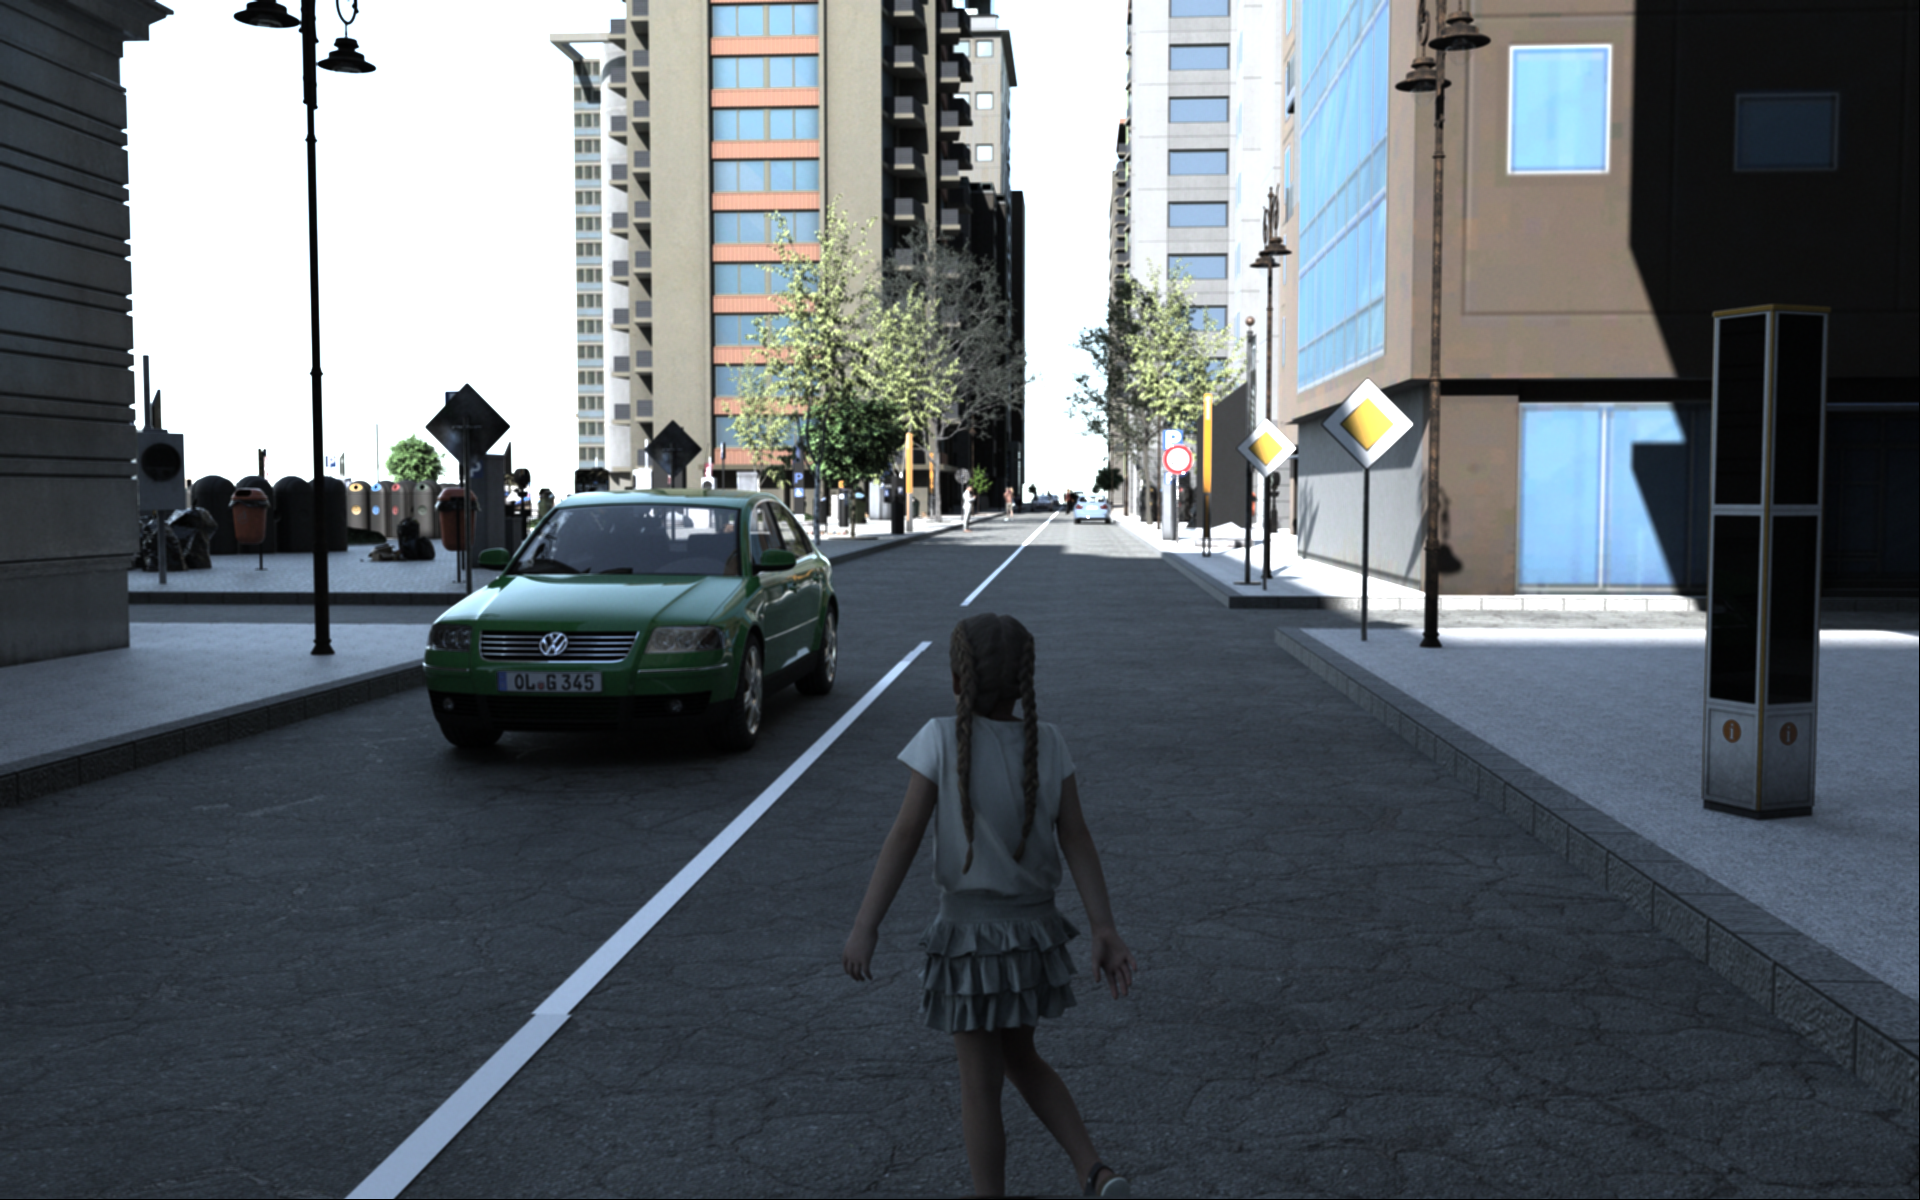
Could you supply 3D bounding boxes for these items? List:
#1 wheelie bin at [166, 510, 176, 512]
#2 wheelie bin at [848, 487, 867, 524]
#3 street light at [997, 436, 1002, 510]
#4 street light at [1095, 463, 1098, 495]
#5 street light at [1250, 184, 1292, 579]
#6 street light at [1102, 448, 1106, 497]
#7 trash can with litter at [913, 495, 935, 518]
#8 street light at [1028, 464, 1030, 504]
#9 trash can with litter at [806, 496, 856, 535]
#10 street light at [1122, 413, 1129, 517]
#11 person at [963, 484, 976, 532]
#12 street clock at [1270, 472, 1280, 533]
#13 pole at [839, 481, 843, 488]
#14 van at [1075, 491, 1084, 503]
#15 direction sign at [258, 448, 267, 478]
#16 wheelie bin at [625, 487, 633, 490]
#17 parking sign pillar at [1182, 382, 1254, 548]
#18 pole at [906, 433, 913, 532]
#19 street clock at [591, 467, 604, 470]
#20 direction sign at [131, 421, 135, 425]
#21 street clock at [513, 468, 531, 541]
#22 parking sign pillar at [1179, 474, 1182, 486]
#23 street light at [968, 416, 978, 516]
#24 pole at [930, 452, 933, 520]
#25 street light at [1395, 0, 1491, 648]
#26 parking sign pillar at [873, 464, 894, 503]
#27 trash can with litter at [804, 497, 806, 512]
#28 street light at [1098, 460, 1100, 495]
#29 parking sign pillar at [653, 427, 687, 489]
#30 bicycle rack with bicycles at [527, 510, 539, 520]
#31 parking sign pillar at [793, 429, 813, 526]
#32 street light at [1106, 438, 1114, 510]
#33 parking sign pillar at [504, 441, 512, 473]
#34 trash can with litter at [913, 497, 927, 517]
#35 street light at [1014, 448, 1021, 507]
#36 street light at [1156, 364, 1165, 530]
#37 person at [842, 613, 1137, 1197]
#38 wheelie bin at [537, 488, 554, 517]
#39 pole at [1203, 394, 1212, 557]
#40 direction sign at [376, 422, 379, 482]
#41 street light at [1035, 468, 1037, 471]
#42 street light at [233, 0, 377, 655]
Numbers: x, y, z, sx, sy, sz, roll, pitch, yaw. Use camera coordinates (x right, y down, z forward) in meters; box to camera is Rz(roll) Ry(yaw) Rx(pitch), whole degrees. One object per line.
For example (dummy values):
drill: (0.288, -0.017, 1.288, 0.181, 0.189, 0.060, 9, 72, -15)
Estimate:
wheelie bin: (-22.233, -2.487, 48.566, 0.693, 1.594, 0.980, 0, 4, -3)
wheelie bin: (-4.437, -4.088, 74.749, 0.693, 1.594, 0.980, -3, 5, -41)
street light: (3.138, -9.995, 136.208, 0.468, 5.910, 1.993, 0, 4, 4)
street light: (17.720, -15.208, 221.434, 0.468, 5.910, 1.993, 0, 4, 4)
street light: (4.672, -3.267, 26.201, 0.468, 5.910, 1.993, 0, 4, 4)
street light: (14.583, -12.294, 173.799, 0.468, 5.910, 1.993, 0, 4, 4)
trash can with litter: (-1.851, -4.922, 91.526, 2.233, 1.210, 1.678, -2, 4, -25)
street light: (8.732, -15.088, 219.476, 0.468, 5.910, 1.993, 0, 4, 4)
trash can with litter: (-4.054, -2.676, 54.803, 2.233, 1.210, 1.678, -3, 5, -43)
street light: (9.783, -7.924, 102.342, 0.468, 5.910, 1.993, 0, 4, 4)
person: (0.359, -3.473, 65.463, 0.466, 1.800, 0.511, 0, 4, 8)
street clock: (10.253, -3.178, 56.531, 0.358, 2.002, 0.471, -1, 4, -11)
pole: (-4.859, -4.712, 70.885, 0.158, 3.312, 0.155, 0, 3, 0)
van: (16.162, -13.962, 235.283, 2.013, 2.044, 4.112, 0, 4, 3)
direction sign: (-34.416, -5.720, 85.523, 0.379, 3.537, 0.876, 0, 4, 5)
wheelie bin: (-14.244, -4.133, 75.479, 0.980, 1.594, 0.693, -1, 4, -21)
parking sign pillar: (6.391, -3.264, 41.842, 1.447, 3.967, 1.447, 2, 4, 31)
pole: (-1.697, -3.933, 58.143, 0.158, 3.312, 0.155, 0, 3, 0)
street clock: (-9.826, -2.596, 47.017, 0.358, 2.002, 0.471, 1, 4, 17)
direction sign: (-24.034, -3.552, 50.068, 0.379, 3.537, 0.876, 0, 3, 0)
street clock: (-12.089, -2.648, 47.863, 0.358, 2.002, 0.471, 2, 4, 28)
parking sign pillar: (12.302, -6.656, 97.292, 1.447, 3.967, 1.447, -2, 4, -30)
street light: (0.752, -7.802, 100.349, 0.468, 5.910, 1.993, 0, 4, 4)
pole: (-1.389, -5.571, 84.932, 0.158, 3.312, 0.155, 0, 3, 0)
street light: (3.956, -2.544, 14.375, 0.468, 5.910, 1.993, 0, 4, 4)
parking sign pillar: (-3.846, -6.027, 87.014, 1.447, 3.967, 1.447, 3, 4, 36)
trash can with litter: (-8.759, -5.025, 93.548, 0.624, 1.170, 1.055, -3, 4, -37)
street light: (15.381, -13.034, 185.888, 0.468, 5.910, 1.993, 0, 4, 4)
parking sign pillar: (-11.731, -4.984, 69.954, 1.447, 3.967, 1.447, 1, 4, 14)
bicycle rack with bicycles: (-19.053, -3.602, 72.270, 2.852, 0.926, 2.925, 1, 4, 22)
parking sign pillar: (-6.476, -4.967, 69.683, 1.447, 3.967, 1.447, 0, 4, -5)
street light: (12.126, -10.098, 137.888, 0.468, 5.910, 1.993, 0, 4, 4)
parking sign pillar: (-22.981, -6.052, 87.414, 1.447, 3.967, 1.447, 0, 4, 1)
trash can with litter: (-2.267, -5.160, 95.754, 1.055, 1.170, 0.624, 0, 4, 0)
street light: (5.521, -12.169, 171.751, 0.468, 5.910, 1.993, 0, 4, 4)
street light: (7.116, -5.448, 61.860, 0.468, 5.910, 1.993, 0, 4, 4)
person: (0.051, 0.633, 3.161, 0.505, 1.210, 0.382, -2, 4, -24)
wheelie bin: (-21.415, -4.998, 89.626, 0.693, 1.594, 0.980, 2, 4, 35)
pole: (5.056, -2.542, 35.403, 0.158, 3.312, 0.155, 0, 3, 0)
direction sign: (-18.545, -3.865, 55.194, 0.379, 3.537, 0.876, -1, 4, -16)
street light: (11.162, -17.262, 255.016, 0.468, 5.910, 1.993, 0, 4, 4)
street light: (-5.114, -2.503, 13.719, 0.468, 5.910, 1.993, 0, 4, 4)
